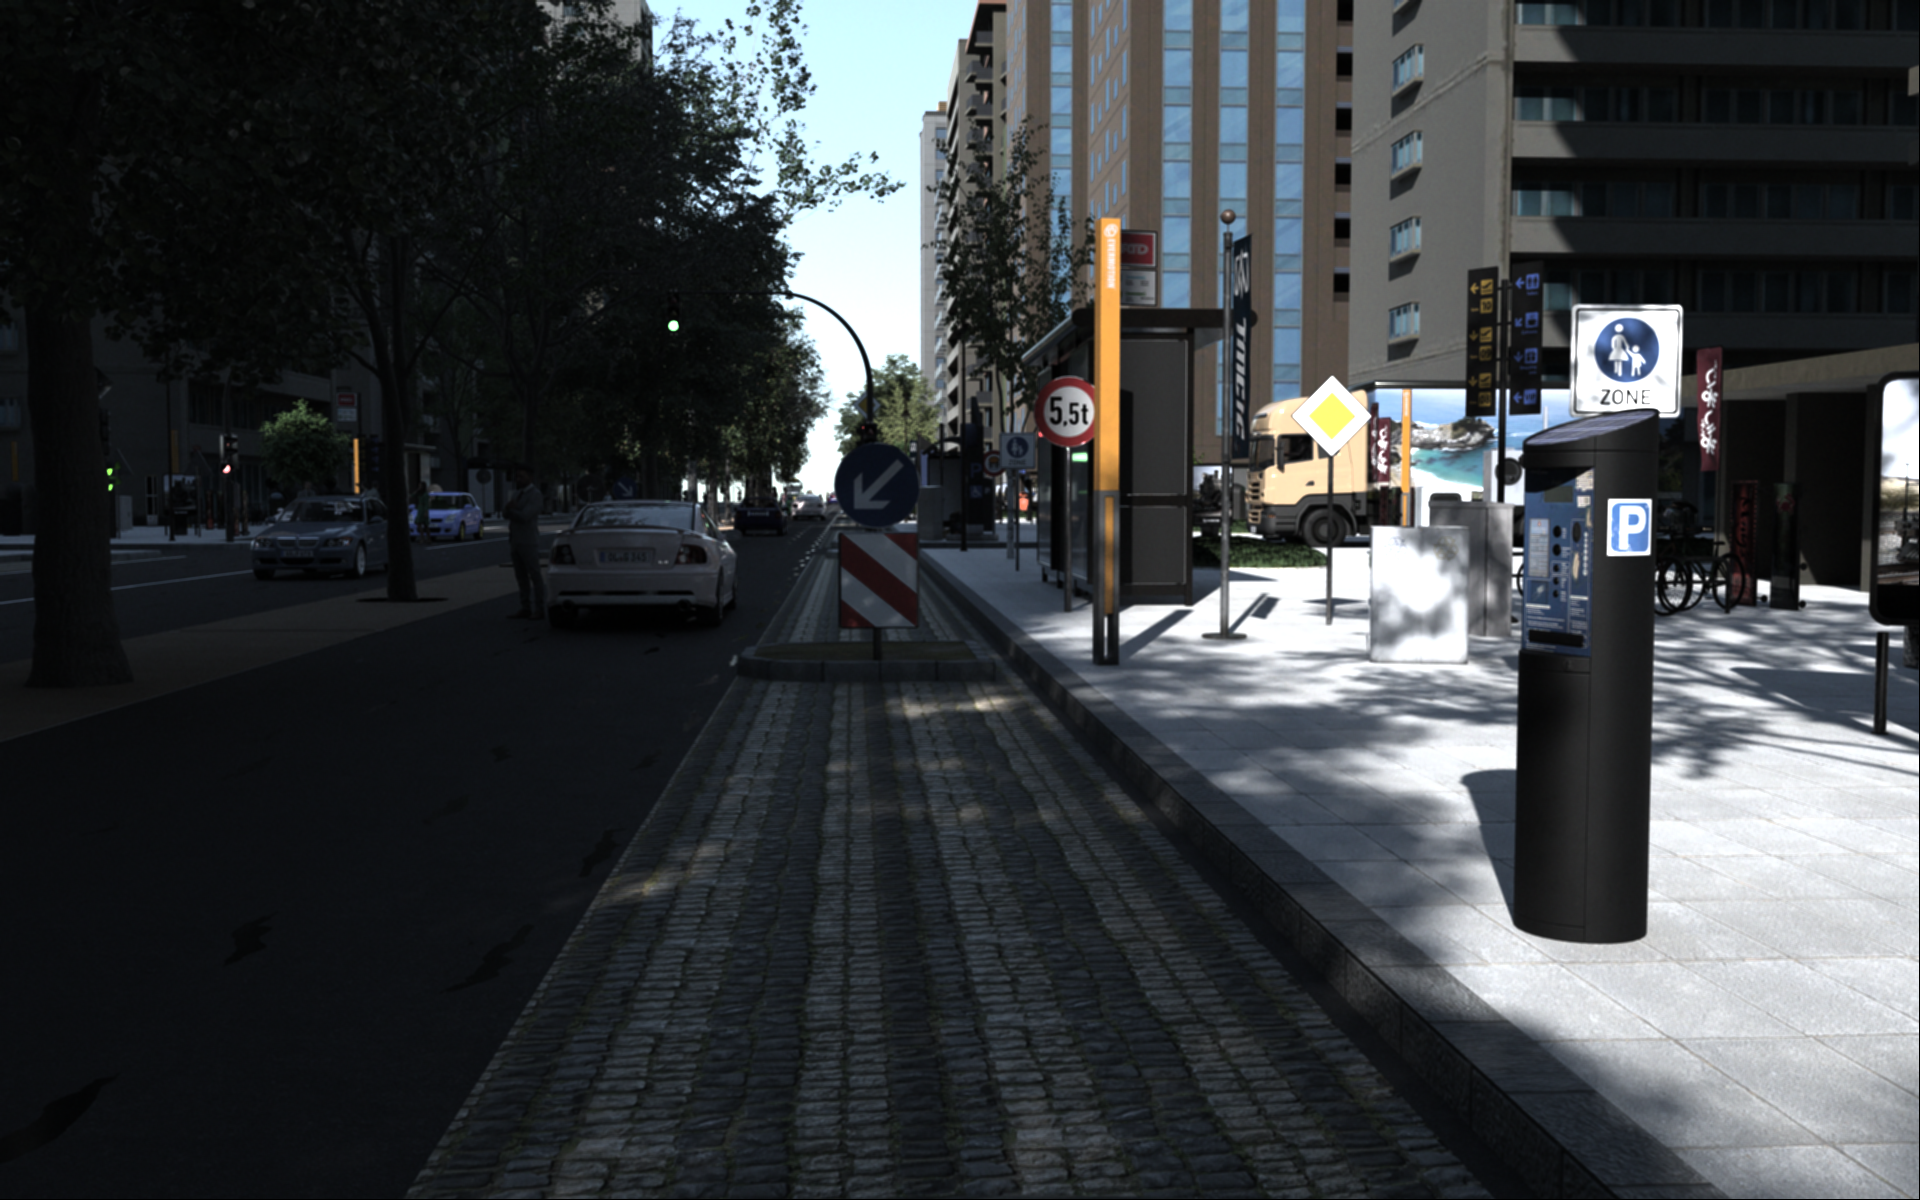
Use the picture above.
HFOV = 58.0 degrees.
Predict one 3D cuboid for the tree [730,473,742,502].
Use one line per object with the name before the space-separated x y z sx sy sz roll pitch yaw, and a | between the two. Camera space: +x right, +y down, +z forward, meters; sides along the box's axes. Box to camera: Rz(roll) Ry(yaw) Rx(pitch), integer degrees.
tree | -35.919 -19.820 274.426 4.737 8.622 4.395 0 3 0

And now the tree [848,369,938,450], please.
tree | -5.000 -11.892 128.850 7.601 10.594 8.767 0 4 8

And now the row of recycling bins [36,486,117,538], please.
row of recycling bins | -25.909 -2.689 51.085 3.534 1.692 1.069 3 5 42

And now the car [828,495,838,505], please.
car | -16.356 -12.998 225.100 1.945 1.354 3.894 0 4 -5

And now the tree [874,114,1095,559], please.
tree | 1.162 -5.110 33.916 4.737 8.622 4.395 0 3 0

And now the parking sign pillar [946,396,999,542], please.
parking sign pillar | 0.337 -3.594 47.239 1.447 3.967 1.447 -1 4 -9

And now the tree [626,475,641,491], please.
tree | -28.909 -9.704 153.257 1.663 3.219 1.824 0 3 0

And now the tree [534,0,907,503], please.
tree | -8.666 -12.522 63.085 12.611 20.169 13.585 0 3 0

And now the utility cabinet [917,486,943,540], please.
utility cabinet | -0.844 -2.403 47.975 0.318 1.500 1.173 -2 4 -23

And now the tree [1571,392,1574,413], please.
tree | 3.596 -4.623 1.340 9.928 11.665 9.643 0 3 0

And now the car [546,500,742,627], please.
car | -3.606 -0.473 20.102 2.083 1.381 4.827 0 4 -4

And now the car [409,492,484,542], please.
car | -15.864 -2.672 53.275 1.945 1.707 3.694 0 4 -2

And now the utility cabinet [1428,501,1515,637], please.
utility cabinet | 4.723 -0.299 16.044 0.306 1.237 1.020 -1 4 -15

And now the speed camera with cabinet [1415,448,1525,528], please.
speed camera with cabinet | 10.178 -2.462 34.583 2.038 3.252 0.660 0 4 -1

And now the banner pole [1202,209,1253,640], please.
banner pole | 2.396 -1.535 15.115 0.401 3.779 0.863 -1 4 -9

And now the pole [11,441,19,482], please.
pole | -36.658 -4.488 67.224 0.158 3.312 0.155 0 3 0

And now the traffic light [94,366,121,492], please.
traffic light | -18.930 -3.004 38.035 0.839 4.253 0.868 0 4 -4

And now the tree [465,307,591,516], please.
tree | -25.453 -11.260 102.235 7.486 12.596 7.792 0 3 0

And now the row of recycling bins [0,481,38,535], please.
row of recycling bins | -29.533 -2.919 54.841 3.534 1.692 1.069 1 4 12

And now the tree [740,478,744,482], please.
tree | -35.566 -21.236 265.341 7.486 12.596 7.792 0 3 0

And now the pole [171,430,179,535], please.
pole | -24.809 -3.728 54.798 0.158 3.312 0.155 0 3 0

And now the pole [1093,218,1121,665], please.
pole | 1.098 -1.169 12.952 0.158 3.312 0.155 0 3 0

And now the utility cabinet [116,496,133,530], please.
utility cabinet | -29.951 -3.108 61.971 0.306 1.237 1.020 0 4 -5

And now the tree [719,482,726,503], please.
tree | -34.788 -15.863 253.955 1.663 3.219 1.824 0 3 0

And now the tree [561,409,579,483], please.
tree | -27.110 -13.413 136.308 9.611 12.733 9.660 0 3 0

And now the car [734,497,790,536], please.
car | -6.939 -2.927 60.429 1.945 1.354 3.894 0 4 -4

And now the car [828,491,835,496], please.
car | -17.394 -14.364 243.526 2.281 1.827 5.304 0 4 -2

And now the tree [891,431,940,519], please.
tree | -2.320 -6.504 90.052 4.285 4.588 4.351 0 3 0

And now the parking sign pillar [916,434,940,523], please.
parking sign pillar | -1.239 -5.433 77.304 1.447 3.967 1.447 -1 4 -17

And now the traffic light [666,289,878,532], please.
traffic light | -4.134 -3.924 38.822 4.771 5.953 1.251 0 4 -4

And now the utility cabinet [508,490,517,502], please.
utility cabinet | -25.748 -5.652 101.089 1.173 1.500 0.318 -3 4 -38

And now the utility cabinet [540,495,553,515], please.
utility cabinet | -25.685 -5.868 107.101 1.020 1.237 0.306 1 4 9

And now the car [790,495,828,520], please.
car | -8.354 -5.093 95.627 2.083 1.381 4.827 0 4 -4

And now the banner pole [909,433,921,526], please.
banner pole | -1.798 -4.934 70.692 0.401 3.779 0.863 -3 5 -43

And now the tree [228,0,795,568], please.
tree | -8.468 -7.393 33.699 12.009 13.543 11.850 0 3 0

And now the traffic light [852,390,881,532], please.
traffic light | -2.546 -3.556 47.061 0.839 4.253 0.868 0 4 -4

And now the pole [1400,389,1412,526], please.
pole | 8.708 -2.445 33.812 0.158 3.312 0.155 0 3 0

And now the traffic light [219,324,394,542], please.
traffic light | -17.341 -4.373 46.168 4.771 5.953 1.251 0 4 -4

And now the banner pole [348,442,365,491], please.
banner pole | -25.558 -5.111 73.581 0.863 3.779 0.401 0 4 -3

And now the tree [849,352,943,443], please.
tree | -4.797 -13.505 138.927 7.486 12.596 7.792 0 3 0

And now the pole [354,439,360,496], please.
pole | -22.306 -4.294 64.055 0.158 3.312 0.155 0 3 0

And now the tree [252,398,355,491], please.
tree | -22.412 -4.597 58.871 4.285 4.588 4.351 0 3 0

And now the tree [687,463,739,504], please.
tree | -34.449 -19.365 234.750 7.486 12.596 7.792 0 3 0

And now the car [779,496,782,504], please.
car | -25.325 -14.626 251.720 1.945 1.354 3.894 0 4 -2

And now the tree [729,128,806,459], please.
tree | -9.031 -8.644 50.441 9.857 13.997 8.962 0 3 0

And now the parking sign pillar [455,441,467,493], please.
parking sign pillar | -25.629 -6.145 88.936 1.447 3.967 1.447 -1 4 -22

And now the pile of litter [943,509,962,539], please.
pile of litter | -0.346 -2.221 50.279 1.176 0.858 1.719 1 4 21

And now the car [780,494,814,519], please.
car | -9.526 -5.494 101.633 2.131 1.459 4.920 0 4 -3

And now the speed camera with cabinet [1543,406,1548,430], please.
speed camera with cabinet | 13.880 -2.749 39.286 2.038 3.252 0.660 0 4 0

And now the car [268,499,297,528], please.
car | -19.687 -2.492 53.103 2.083 1.381 4.827 0 4 -4

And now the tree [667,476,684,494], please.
tree | -30.314 -11.559 183.598 1.663 3.219 1.824 0 3 0

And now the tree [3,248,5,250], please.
tree | -20.171 -6.763 28.710 7.486 12.596 7.792 0 3 0

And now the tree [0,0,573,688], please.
tree | -6.586 -6.323 12.497 9.857 13.997 8.962 0 3 0

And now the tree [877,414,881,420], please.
tree | -6.032 -12.273 151.027 4.360 8.622 3.978 0 3 0

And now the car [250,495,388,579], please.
car | -11.152 -1.149 30.785 2.014 1.417 4.499 0 4 -5

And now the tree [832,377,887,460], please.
tree | -8.935 -16.993 184.484 9.857 13.997 8.962 0 3 0
